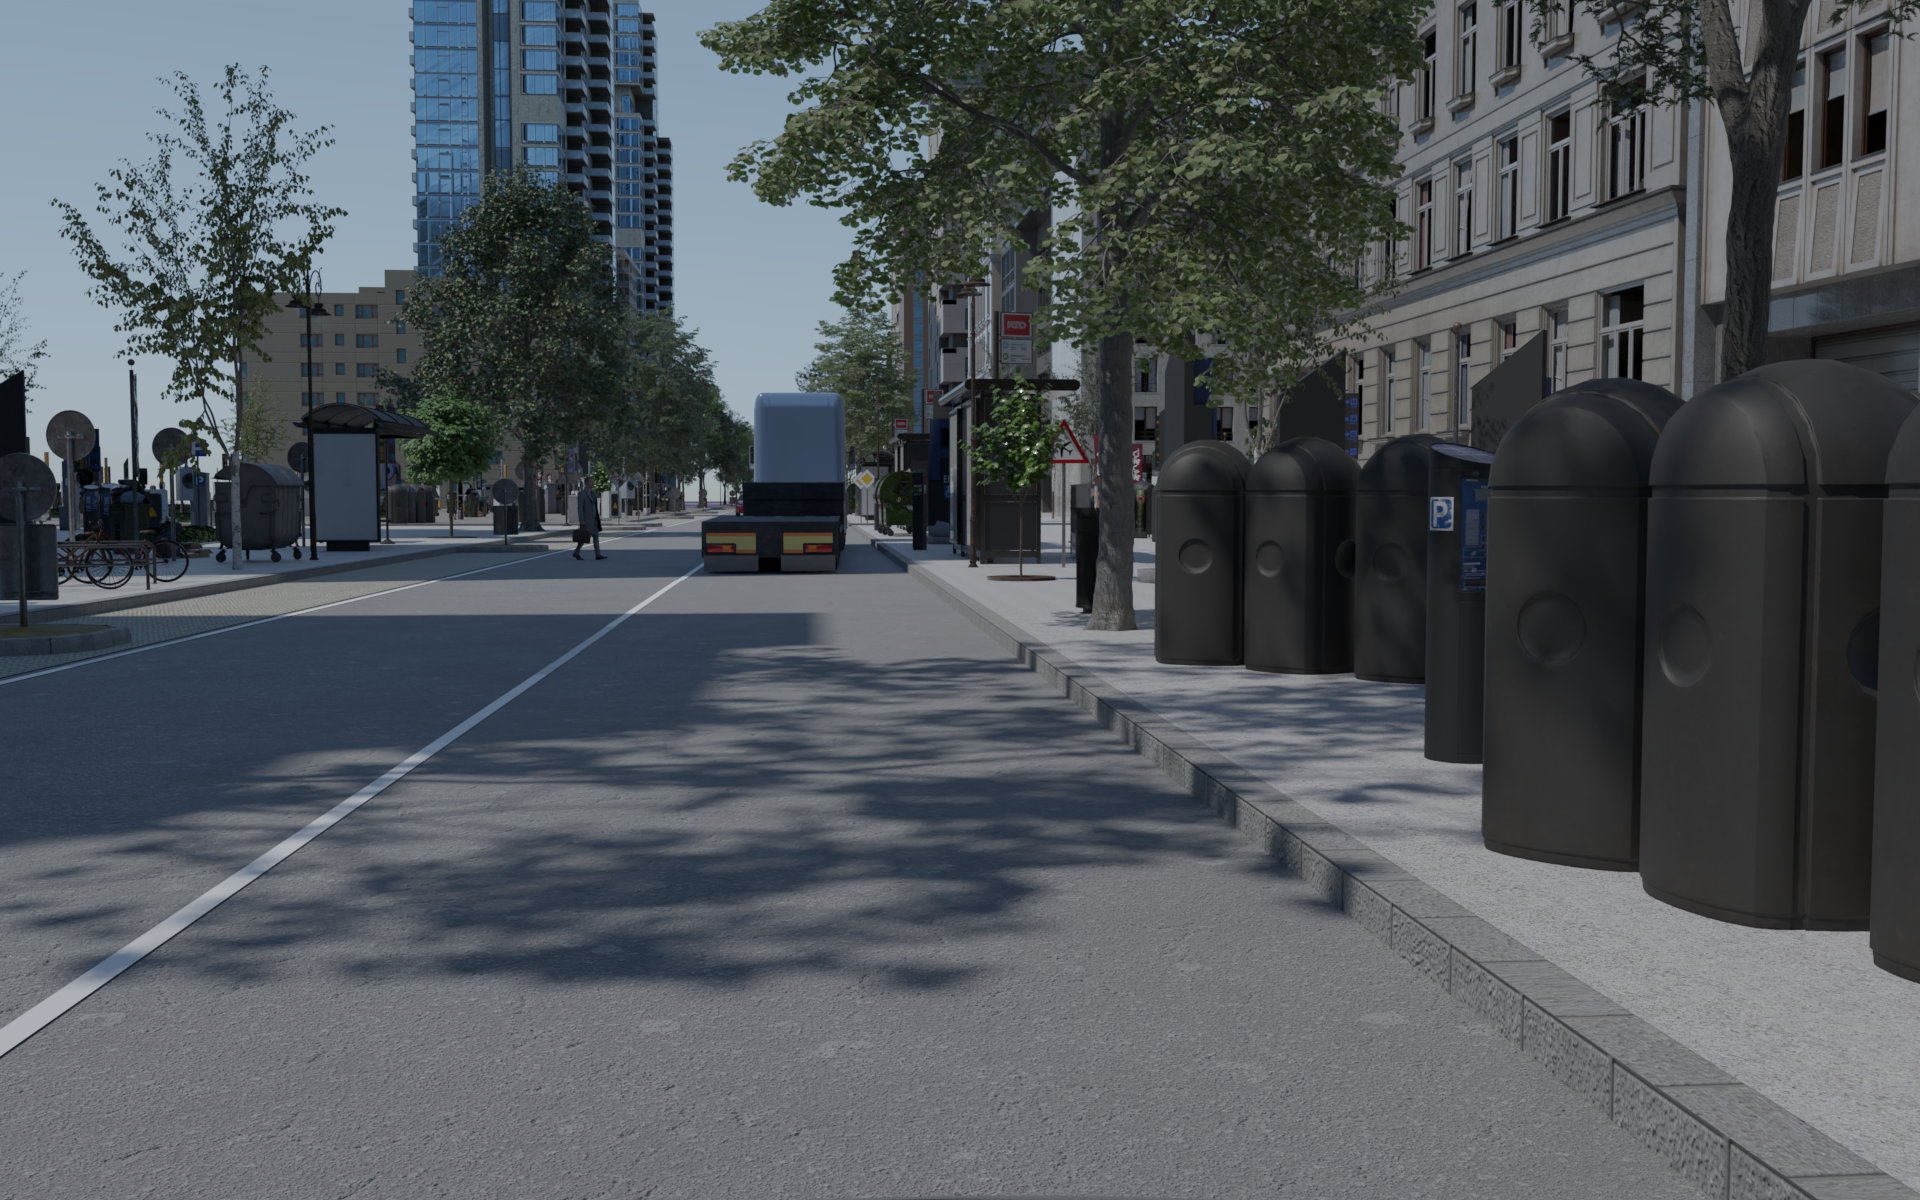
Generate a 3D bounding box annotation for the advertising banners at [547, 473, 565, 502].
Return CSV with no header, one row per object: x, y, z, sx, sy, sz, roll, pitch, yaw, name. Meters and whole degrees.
-33.284,-8.995,143.258,2.074,3.025,0.090,1,4,15,advertising banners

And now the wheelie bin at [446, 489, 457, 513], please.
-33.804,-6.569,115.304,0.693,1.594,0.980,0,4,1,wheelie bin

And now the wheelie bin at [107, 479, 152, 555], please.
-17.699,-1.774,36.918,0.980,1.594,0.693,2,4,30,wheelie bin

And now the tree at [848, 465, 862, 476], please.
-18.095,-19.727,248.297,9.928,11.665,9.643,0,3,0,tree

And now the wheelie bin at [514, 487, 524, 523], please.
-19.657,-4.298,78.179,0.980,1.594,0.693,-2,4,-27,wheelie bin

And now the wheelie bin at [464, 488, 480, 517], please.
-26.815,-5.339,95.203,0.693,1.594,0.980,2,4,29,wheelie bin

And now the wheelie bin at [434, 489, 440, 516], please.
-30.557,-5.634,100.031,0.693,1.594,0.980,3,5,40,wheelie bin

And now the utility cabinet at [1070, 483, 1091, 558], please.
2.394,-1.590,34.676,0.318,1.500,1.173,0,4,-1,utility cabinet

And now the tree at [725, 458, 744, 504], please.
-30.374,-16.940,227.325,4.360,8.622,3.978,0,3,0,tree

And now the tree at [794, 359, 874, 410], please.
-14.065,-22.166,218.307,12.611,20.169,13.585,0,3,0,tree

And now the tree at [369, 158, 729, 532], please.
-14.900,-8.710,59.414,9.611,12.733,9.660,0,3,0,tree

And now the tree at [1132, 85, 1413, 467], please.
5.254,-4.816,29.107,4.360,8.622,3.978,0,3,0,tree

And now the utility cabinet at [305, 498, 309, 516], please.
-37.116,-5.445,97.706,0.318,1.500,1.173,0,4,8,utility cabinet

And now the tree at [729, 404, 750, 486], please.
-24.987,-15.236,166.115,9.611,12.733,9.660,0,3,0,tree

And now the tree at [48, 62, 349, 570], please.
-12.509,-4.819,29.149,4.737,8.622,4.395,0,3,0,tree

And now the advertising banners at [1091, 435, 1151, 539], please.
4.685,-3.313,50.354,2.074,3.025,0.090,3,5,43,advertising banners

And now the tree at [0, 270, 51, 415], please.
-30.037,-6.262,52.754,4.360,8.622,3.978,0,3,0,tree

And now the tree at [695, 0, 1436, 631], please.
1.358,-6.015,16.466,7.486,12.596,7.792,0,3,0,tree

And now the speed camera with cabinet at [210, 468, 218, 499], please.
-55.596,-8.197,128.353,0.660,3.252,2.038,3,5,41,speed camera with cabinet

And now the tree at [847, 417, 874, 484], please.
-7.544,-11.115,132.086,4.737,8.622,4.395,0,3,0,tree

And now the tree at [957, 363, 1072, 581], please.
0.779,-1.910,25.825,1.663,3.219,1.824,0,3,0,tree

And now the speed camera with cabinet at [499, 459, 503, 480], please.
-25.690,-6.329,97.808,0.660,3.252,2.038,-1,4,-13,speed camera with cabinet

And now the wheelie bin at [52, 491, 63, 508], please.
-62.635,-6.869,120.216,0.693,1.594,0.980,-1,4,-13,wheelie bin

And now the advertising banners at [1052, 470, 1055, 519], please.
4.804,-5.675,88.968,0.090,3.025,2.074,0,3,0,advertising banners

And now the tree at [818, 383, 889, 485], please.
-11.102,-15.964,171.382,12.009,13.543,11.850,0,3,0,tree

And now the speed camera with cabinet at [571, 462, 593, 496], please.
-20.473,-6.087,93.852,0.660,3.252,2.038,-2,4,-31,speed camera with cabinet

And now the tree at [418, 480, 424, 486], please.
-37.712,-10.455,121.301,4.737,8.622,4.395,0,3,0,tree

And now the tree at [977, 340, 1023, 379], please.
1.816,-7.905,79.616,4.360,8.622,3.978,0,3,0,tree

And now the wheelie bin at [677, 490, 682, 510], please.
-21.903,-7.789,135.264,0.693,1.594,0.980,0,4,3,wheelie bin

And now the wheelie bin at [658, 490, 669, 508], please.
-24.778,-8.373,144.808,0.980,1.594,0.693,-1,4,-11,wheelie bin

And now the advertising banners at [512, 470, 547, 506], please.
-26.291,-6.662,105.113,2.074,3.025,0.090,0,4,0,advertising banners

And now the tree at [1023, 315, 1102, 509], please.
5.199,-7.235,68.647,4.360,8.622,3.978,0,3,0,tree

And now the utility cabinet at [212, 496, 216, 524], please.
-31.952,-3.926,75.347,1.020,1.237,0.306,-2,4,-29,utility cabinet

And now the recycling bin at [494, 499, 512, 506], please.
-23.473,-4.672,88.944,0.722,1.027,0.722,-3,5,-39,recycling bin

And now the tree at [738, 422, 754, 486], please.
-37.572,-24.571,308.396,9.857,13.997,8.962,0,3,0,tree

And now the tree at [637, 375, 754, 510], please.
-23.221,-13.324,143.606,9.928,11.665,9.643,0,3,0,tree

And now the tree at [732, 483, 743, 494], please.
-33.351,-16.165,258.899,1.663,3.219,1.824,0,3,0,tree

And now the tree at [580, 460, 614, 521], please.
-17.352,-5.472,84.061,1.663,3.219,1.824,0,3,0,tree

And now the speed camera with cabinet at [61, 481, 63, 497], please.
-60.054,-7.534,117.523,0.660,3.252,2.038,1,4,12,speed camera with cabinet

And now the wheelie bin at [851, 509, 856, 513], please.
-7.243,-6.577,115.439,0.980,1.594,0.693,-1,4,-18,wheelie bin

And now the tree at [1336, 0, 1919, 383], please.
2.918,-4.421,6.704,7.601,10.594,8.767,-3,5,-40,tree

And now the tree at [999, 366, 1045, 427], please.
2.808,-9.184,100.518,4.737,8.622,4.395,0,3,0,tree

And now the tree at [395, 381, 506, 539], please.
-14.933,-4.080,50.420,4.285,4.588,4.351,0,3,0,tree

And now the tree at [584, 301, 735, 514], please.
-20.406,-12.638,113.284,9.857,13.997,8.962,0,3,0,tree

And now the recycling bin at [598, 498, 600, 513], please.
-22.100,-5.758,106.690,0.722,1.027,0.722,3,5,40,recycling bin

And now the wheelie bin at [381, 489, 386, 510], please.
-33.912,-5.713,101.323,0.980,1.594,0.693,-3,4,-37,wheelie bin
